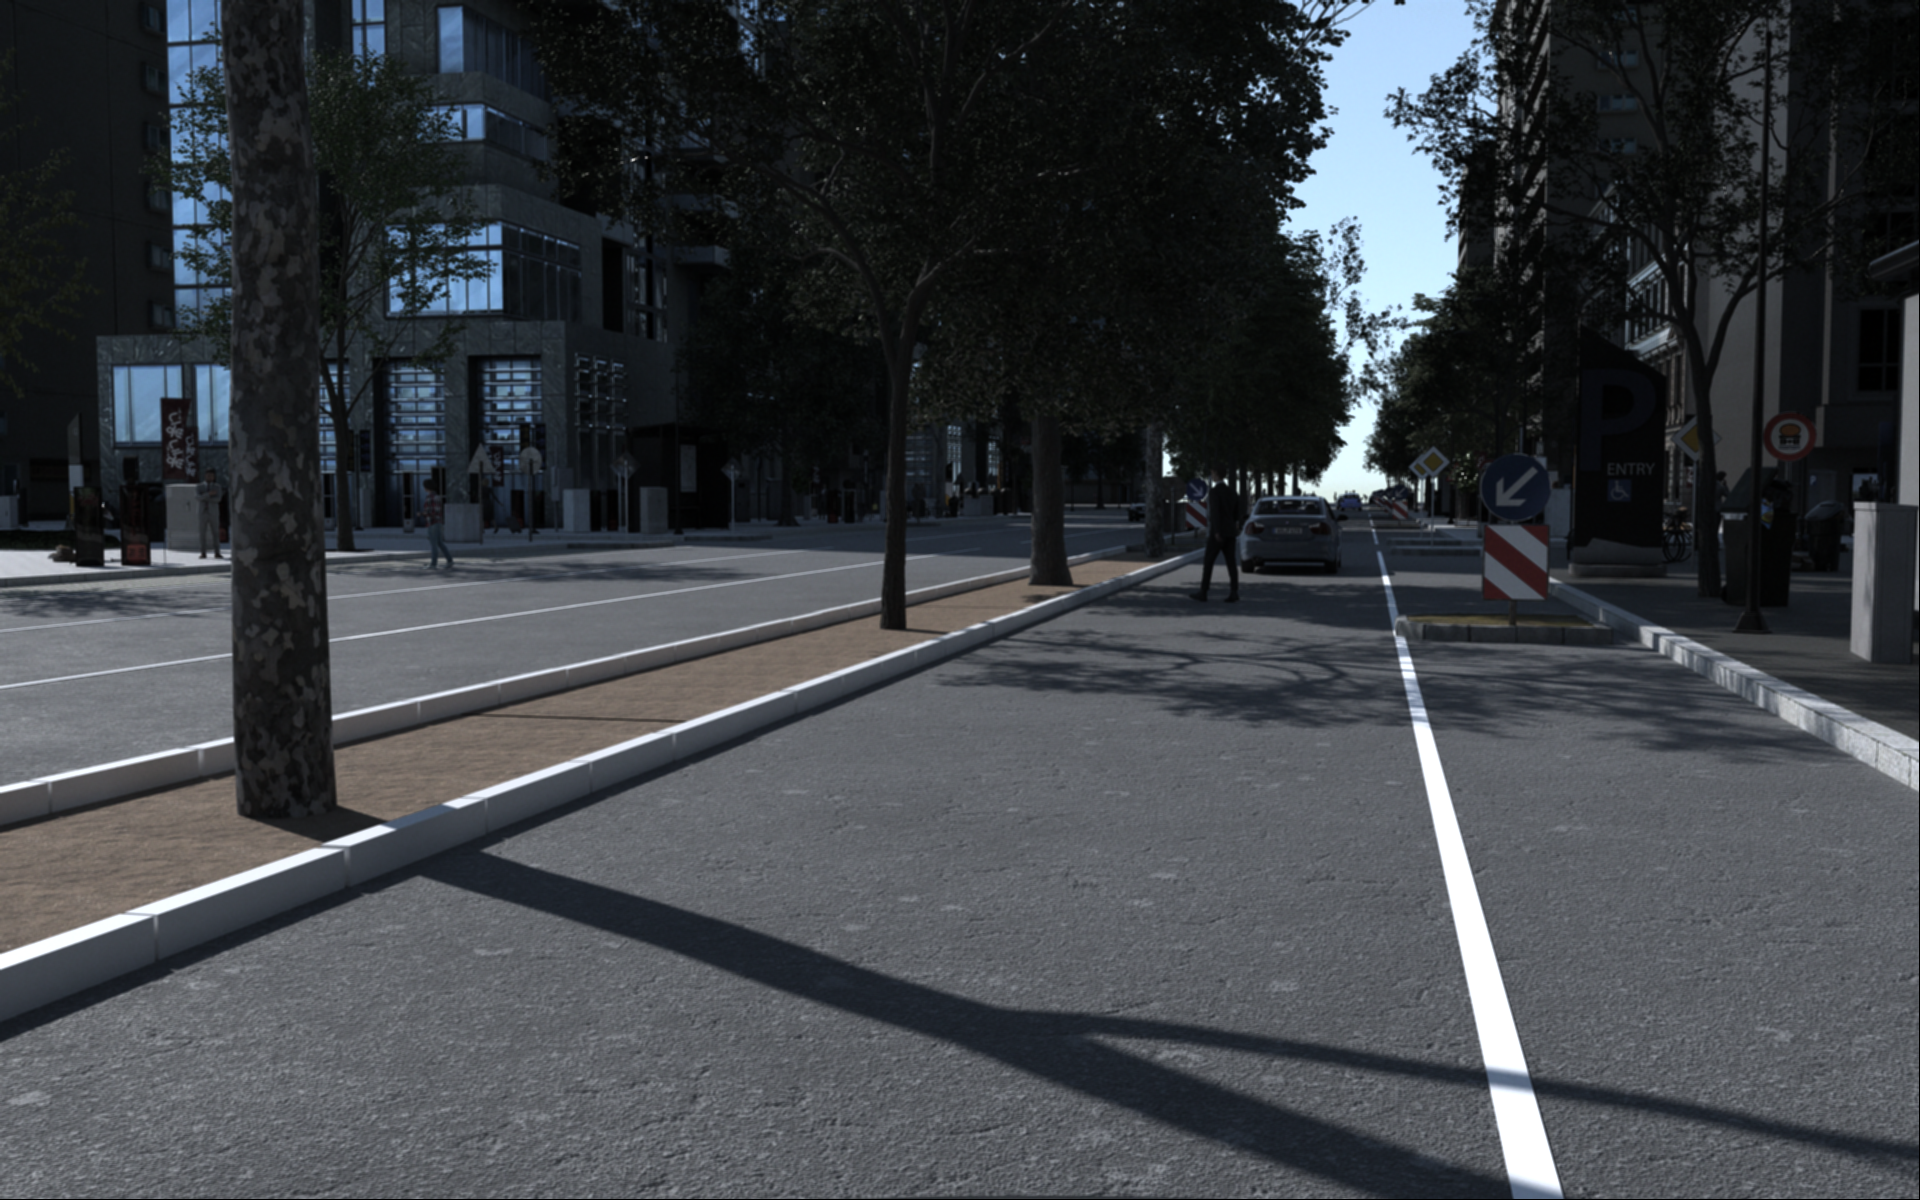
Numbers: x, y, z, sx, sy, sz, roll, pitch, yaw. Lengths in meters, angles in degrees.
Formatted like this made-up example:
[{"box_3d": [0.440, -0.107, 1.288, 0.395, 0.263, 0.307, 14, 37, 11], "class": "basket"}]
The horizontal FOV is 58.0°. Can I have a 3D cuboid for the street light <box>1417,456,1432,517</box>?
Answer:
[{"box_3d": [20.361, -6.183, 73.627, 1.470, 5.913, 1.316, 1, 4, 13], "class": "street light"}]

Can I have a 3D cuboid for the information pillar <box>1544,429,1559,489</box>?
[{"box_3d": [21.307, -4.347, 62.420, 0.504, 3.616, 0.183, 2, 4, 32], "class": "information pillar"}]

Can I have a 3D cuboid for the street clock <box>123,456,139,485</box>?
[{"box_3d": [-15.633, -1.721, 32.703, 0.358, 2.002, 0.471, -1, 4, -20], "class": "street clock"}]

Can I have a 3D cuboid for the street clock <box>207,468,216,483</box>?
[{"box_3d": [-21.050, -2.701, 48.734, 0.358, 2.002, 0.471, -1, 4, -23], "class": "street clock"}]

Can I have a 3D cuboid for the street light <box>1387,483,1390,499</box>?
[{"box_3d": [43.443, -12.213, 172.229, 1.470, 5.913, 1.316, 1, 4, 13], "class": "street light"}]

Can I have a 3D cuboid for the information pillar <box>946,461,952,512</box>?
[{"box_3d": [-0.760, -7.973, 121.709, 0.504, 3.616, 0.183, 0, 4, -6], "class": "information pillar"}]

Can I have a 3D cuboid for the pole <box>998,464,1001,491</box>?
[{"box_3d": [2.647, -7.520, 116.789, 0.158, 3.312, 0.155, 0, 3, 0], "class": "pole"}]

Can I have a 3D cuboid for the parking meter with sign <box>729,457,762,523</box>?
[{"box_3d": [-9.874, -5.020, 78.342, 1.738, 3.016, 0.543, -1, 4, -21], "class": "parking meter with sign"}]

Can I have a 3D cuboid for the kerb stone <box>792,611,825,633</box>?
[{"box_3d": [-1.652, 0.248, 18.227, 0.120, 0.150, 1.000, 1, 4, 13], "class": "kerb stone"}]

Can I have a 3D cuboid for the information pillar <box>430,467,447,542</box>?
[{"box_3d": [-14.043, -2.581, 46.684, 0.304, 2.012, 0.304, 1, 4, 10], "class": "information pillar"}]

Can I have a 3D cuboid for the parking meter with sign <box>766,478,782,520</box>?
[{"box_3d": [-9.050, -5.393, 84.435, 1.738, 3.016, 0.543, -2, 4, -29], "class": "parking meter with sign"}]

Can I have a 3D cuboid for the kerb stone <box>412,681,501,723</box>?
[{"box_3d": [-3.293, 0.671, 11.240, 0.120, 0.150, 1.000, 1, 4, 13], "class": "kerb stone"}]

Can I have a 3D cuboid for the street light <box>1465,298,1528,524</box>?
[{"box_3d": [12.836, -4.193, 41.094, 1.470, 5.913, 1.316, 1, 4, 13], "class": "street light"}]

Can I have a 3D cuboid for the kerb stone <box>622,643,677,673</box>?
[{"box_3d": [-2.594, 0.489, 14.233, 0.120, 0.150, 1.000, 1, 4, 13], "class": "kerb stone"}]

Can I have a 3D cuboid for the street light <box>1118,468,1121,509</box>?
[{"box_3d": [14.687, -11.080, 153.698, 1.470, 5.913, 1.316, 1, 4, 13], "class": "street light"}]

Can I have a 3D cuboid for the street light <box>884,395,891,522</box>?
[{"box_3d": [-2.805, -6.494, 78.718, 1.470, 5.913, 1.316, 1, 4, 13], "class": "street light"}]

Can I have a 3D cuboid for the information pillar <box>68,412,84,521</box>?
[{"box_3d": [-25.318, -3.564, 49.633, 0.504, 3.616, 0.183, 2, 4, 23], "class": "information pillar"}]

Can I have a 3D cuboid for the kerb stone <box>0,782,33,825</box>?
[{"box_3d": [-4.228, 0.916, 7.236, 0.120, 0.150, 1.000, 1, 4, 13], "class": "kerb stone"}]

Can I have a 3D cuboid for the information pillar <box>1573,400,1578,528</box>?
[{"box_3d": [13.106, -2.741, 36.168, 0.504, 3.616, 0.183, 1, 4, 9], "class": "information pillar"}]

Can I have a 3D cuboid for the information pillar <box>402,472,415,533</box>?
[{"box_3d": [-18.189, -3.219, 57.117, 0.304, 2.012, 0.304, 0, 4, -6], "class": "information pillar"}]

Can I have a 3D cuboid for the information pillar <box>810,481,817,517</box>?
[{"box_3d": [-8.248, -5.695, 97.612, 0.304, 2.012, 0.304, 2, 4, 30], "class": "information pillar"}]

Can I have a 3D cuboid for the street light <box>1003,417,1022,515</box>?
[{"box_3d": [3.279, -8.068, 104.447, 1.470, 5.913, 1.316, 1, 4, 13], "class": "street light"}]

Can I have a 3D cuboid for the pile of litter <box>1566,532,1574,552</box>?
[{"box_3d": [14.339, -1.520, 38.825, 1.719, 0.858, 1.176, -1, 4, -16], "class": "pile of litter"}]

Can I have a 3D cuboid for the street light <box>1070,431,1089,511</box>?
[{"box_3d": [8.892, -9.551, 128.704, 1.470, 5.913, 1.316, 1, 4, 13], "class": "street light"}]

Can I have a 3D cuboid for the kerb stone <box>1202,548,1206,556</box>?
[{"box_3d": [5.522, -1.074, 39.754, 0.120, 0.150, 1.000, 1, 4, 13], "class": "kerb stone"}]

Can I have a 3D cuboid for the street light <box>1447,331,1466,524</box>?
[{"box_3d": [14.754, -4.700, 49.386, 1.470, 5.913, 1.316, 1, 4, 13], "class": "street light"}]

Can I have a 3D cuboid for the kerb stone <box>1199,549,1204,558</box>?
[{"box_3d": [5.288, -1.013, 38.759, 0.120, 0.150, 1.000, 1, 4, 13], "class": "kerb stone"}]

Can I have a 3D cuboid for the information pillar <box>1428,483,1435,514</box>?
[{"box_3d": [30.643, -6.608, 112.527, 0.304, 2.012, 0.304, -1, 4, -10], "class": "information pillar"}]

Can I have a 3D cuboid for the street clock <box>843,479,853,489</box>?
[{"box_3d": [-5.468, -4.899, 84.675, 0.471, 2.002, 0.358, -2, 4, -31], "class": "street clock"}]

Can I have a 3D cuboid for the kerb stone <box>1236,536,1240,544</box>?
[{"box_3d": [8.427, -1.836, 52.219, 0.120, 0.150, 1.000, 1, 4, 13], "class": "kerb stone"}]

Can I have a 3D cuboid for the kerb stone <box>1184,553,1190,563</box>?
[{"box_3d": [4.590, -0.830, 35.765, 0.120, 0.150, 1.000, 1, 4, 13], "class": "kerb stone"}]

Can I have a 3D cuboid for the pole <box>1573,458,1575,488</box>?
[{"box_3d": [25.284, -4.734, 71.240, 0.158, 3.312, 0.155, 0, 3, 0], "class": "pole"}]

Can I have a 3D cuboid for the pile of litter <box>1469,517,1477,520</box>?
[{"box_3d": [25.391, -4.283, 83.989, 1.176, 0.858, 1.719, -1, 4, -13], "class": "pile of litter"}]

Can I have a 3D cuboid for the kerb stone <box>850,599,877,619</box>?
[{"box_3d": [-1.198, 0.121, 20.223, 0.120, 0.150, 1.000, 1, 4, 13], "class": "kerb stone"}]

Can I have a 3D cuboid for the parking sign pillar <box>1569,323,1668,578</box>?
[{"box_3d": [10.311, -2.359, 27.041, 1.447, 3.967, 1.447, 1, 4, 23], "class": "parking sign pillar"}]

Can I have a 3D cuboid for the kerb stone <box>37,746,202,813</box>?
[{"box_3d": [-3.998, 0.854, 8.232, 0.120, 0.150, 1.000, 1, 4, 13], "class": "kerb stone"}]

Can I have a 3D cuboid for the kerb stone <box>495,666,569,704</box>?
[{"box_3d": [-3.060, 0.609, 12.239, 0.120, 0.150, 1.000, 1, 4, 13], "class": "kerb stone"}]

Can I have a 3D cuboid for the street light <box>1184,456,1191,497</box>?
[{"box_3d": [27.726, -14.511, 209.791, 1.470, 5.913, 1.316, 1, 4, 13], "class": "street light"}]

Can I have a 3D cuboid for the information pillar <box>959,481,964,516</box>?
[{"box_3d": [0.096, -5.876, 100.571, 0.304, 2.012, 0.304, 0, 4, 0], "class": "information pillar"}]

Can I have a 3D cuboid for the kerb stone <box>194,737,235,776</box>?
[{"box_3d": [-3.756, 0.793, 9.235, 0.120, 0.150, 1.000, 1, 4, 13], "class": "kerb stone"}]

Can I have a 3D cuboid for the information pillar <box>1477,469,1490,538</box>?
[{"box_3d": [15.316, -2.823, 50.644, 0.304, 2.012, 0.304, 0, 4, 4], "class": "information pillar"}]

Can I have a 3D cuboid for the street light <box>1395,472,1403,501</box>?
[{"box_3d": [32.117, -9.250, 123.774, 1.470, 5.913, 1.316, 1, 4, 13], "class": "street light"}]

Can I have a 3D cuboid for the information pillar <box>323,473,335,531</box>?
[{"box_3d": [-21.877, -3.398, 60.042, 0.304, 2.012, 0.304, 0, 4, -4], "class": "information pillar"}]

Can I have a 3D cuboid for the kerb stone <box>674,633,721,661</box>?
[{"box_3d": [-2.361, 0.429, 15.229, 0.120, 0.150, 1.000, 1, 4, 13], "class": "kerb stone"}]

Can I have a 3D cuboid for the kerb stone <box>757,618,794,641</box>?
[{"box_3d": [-1.897, 0.306, 17.229, 0.120, 0.150, 1.000, 1, 4, 13], "class": "kerb stone"}]

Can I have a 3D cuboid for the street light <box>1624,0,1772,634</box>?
[{"box_3d": [6.804, -2.657, 15.979, 1.470, 5.913, 1.316, 1, 4, 13], "class": "street light"}]

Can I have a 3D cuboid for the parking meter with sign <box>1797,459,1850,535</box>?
[{"box_3d": [26.707, -3.506, 53.579, 1.738, 3.016, 0.543, -1, 4, -11], "class": "parking meter with sign"}]

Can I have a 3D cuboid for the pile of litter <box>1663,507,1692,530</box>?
[{"box_3d": [24.283, -2.727, 58.545, 1.176, 0.858, 1.719, -2, 4, -30], "class": "pile of litter"}]

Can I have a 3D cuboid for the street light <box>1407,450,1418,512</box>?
[{"box_3d": [26.034, -7.664, 97.852, 1.470, 5.913, 1.316, 1, 4, 13], "class": "street light"}]

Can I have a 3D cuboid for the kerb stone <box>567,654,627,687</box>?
[{"box_3d": [-2.825, 0.552, 13.237, 0.120, 0.150, 1.000, 1, 4, 13], "class": "kerb stone"}]

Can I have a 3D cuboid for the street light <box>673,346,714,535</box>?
[{"box_3d": [-8.374, -5.011, 54.469, 1.470, 5.913, 1.316, 1, 4, 13], "class": "street light"}]

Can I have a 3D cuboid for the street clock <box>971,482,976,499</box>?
[{"box_3d": [0.829, -6.121, 104.654, 0.358, 2.002, 0.471, 0, 4, 1], "class": "street clock"}]

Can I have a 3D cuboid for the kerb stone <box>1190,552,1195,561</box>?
[{"box_3d": [4.820, -0.891, 36.761, 0.120, 0.150, 1.000, 1, 4, 13], "class": "kerb stone"}]

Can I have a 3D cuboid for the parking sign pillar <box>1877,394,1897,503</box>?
[{"box_3d": [24.804, -3.534, 46.248, 1.447, 3.967, 1.447, 2, 4, 26], "class": "parking sign pillar"}]

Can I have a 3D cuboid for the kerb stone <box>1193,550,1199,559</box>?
[{"box_3d": [5.055, -0.948, 37.764, 0.120, 0.150, 1.000, 1, 4, 13], "class": "kerb stone"}]

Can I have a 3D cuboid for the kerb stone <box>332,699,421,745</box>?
[{"box_3d": [-3.522, 0.732, 10.230, 0.120, 0.150, 1.000, 1, 4, 13], "class": "kerb stone"}]

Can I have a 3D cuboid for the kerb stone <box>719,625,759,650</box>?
[{"box_3d": [-2.132, 0.371, 16.234, 0.120, 0.150, 1.000, 1, 4, 13], "class": "kerb stone"}]

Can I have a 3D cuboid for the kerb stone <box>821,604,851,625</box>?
[{"box_3d": [-1.437, 0.182, 19.227, 0.120, 0.150, 1.000, 1, 4, 13], "class": "kerb stone"}]

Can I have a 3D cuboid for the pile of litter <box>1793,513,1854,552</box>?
[{"box_3d": [19.092, -1.524, 38.882, 1.176, 0.858, 1.719, -3, 4, -37], "class": "pile of litter"}]
